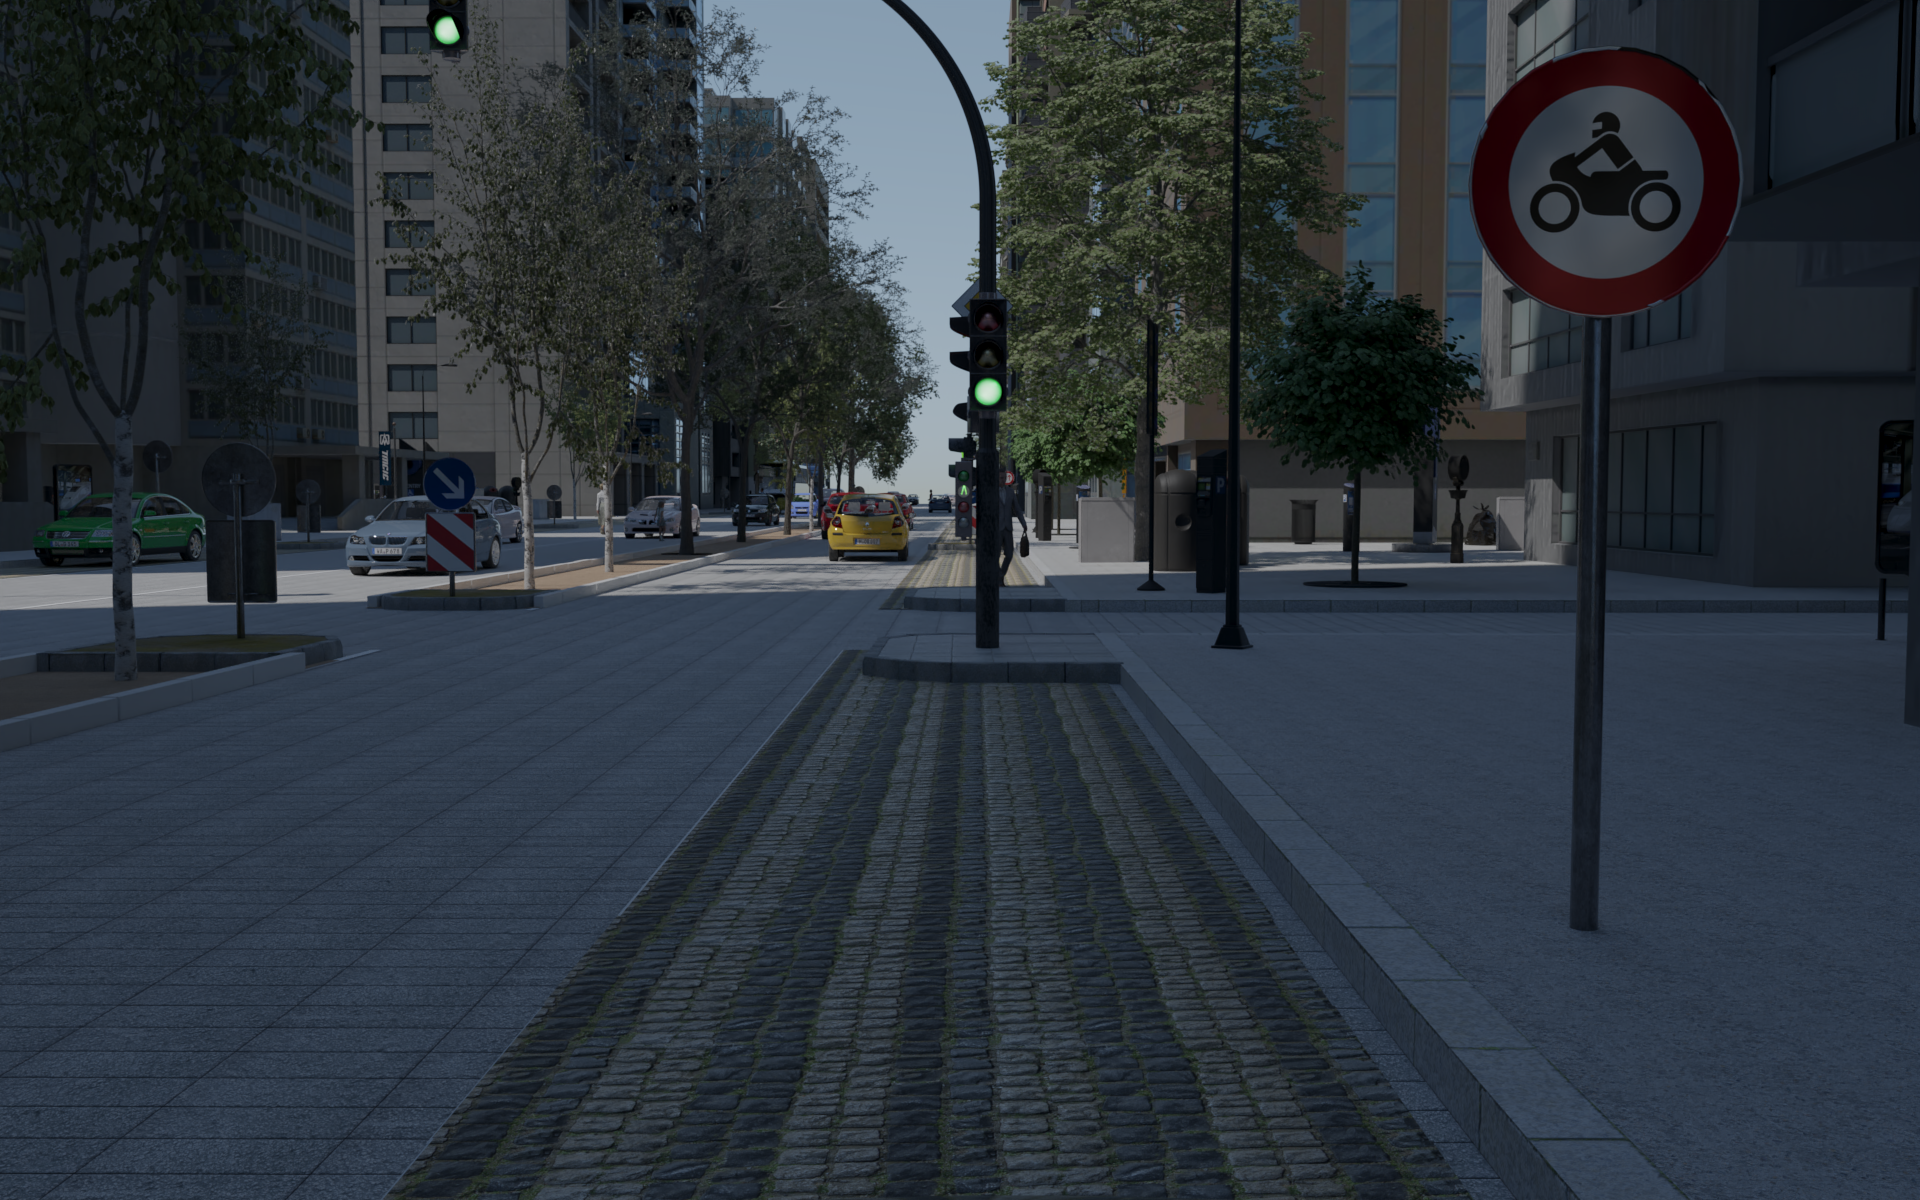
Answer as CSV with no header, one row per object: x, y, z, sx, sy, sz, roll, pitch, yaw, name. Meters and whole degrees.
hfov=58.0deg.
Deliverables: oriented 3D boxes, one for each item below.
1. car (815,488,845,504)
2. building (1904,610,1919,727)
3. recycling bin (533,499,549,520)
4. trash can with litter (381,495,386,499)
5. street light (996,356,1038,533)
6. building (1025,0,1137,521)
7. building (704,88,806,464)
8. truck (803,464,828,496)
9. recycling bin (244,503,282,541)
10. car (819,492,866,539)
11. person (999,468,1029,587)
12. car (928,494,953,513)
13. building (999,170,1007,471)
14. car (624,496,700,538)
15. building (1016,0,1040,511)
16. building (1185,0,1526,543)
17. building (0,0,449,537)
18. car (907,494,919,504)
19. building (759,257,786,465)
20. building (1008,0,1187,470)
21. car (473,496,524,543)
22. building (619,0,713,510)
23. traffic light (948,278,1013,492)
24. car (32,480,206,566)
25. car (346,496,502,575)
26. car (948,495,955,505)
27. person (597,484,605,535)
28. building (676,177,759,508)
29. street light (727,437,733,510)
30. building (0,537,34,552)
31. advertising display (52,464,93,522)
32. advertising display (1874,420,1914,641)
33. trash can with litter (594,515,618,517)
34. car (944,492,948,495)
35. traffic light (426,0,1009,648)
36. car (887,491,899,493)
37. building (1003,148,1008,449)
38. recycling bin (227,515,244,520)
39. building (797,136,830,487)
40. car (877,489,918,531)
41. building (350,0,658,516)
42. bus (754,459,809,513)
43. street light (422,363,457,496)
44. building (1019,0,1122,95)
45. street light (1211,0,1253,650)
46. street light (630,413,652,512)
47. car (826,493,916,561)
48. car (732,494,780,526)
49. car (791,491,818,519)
-8.322,-6.335,112.256,2.281,1.827,5.304,0,3,0,car
10.570,-19.684,5.432,14.154,41.232,14.086,0,4,0,building
-21.250,-4.588,87.567,0.722,1.027,0.722,3,4,36,recycling bin
-30.219,-4.914,91.395,1.678,1.210,2.233,0,4,-3,trash can with litter
2.020,-5.200,57.557,1.470,5.913,1.316,0,4,0,street light
14.723,-46.939,80.118,22.319,86.520,31.000,0,4,0,building
-30.609,-36.210,211.639,23.786,49.044,30.456,0,4,0,building
-12.869,-10.320,158.484,2.967,4.110,18.799,0,4,0,truck
-19.144,-2.148,47.674,0.722,1.027,0.722,-3,4,-36,recycling bin
-3.532,-2.893,56.338,2.155,1.783,4.494,0,4,-1,car
0.634,-1.043,25.682,0.709,1.813,0.853,-2,4,-26,person
-1.515,-7.412,133.194,2.014,1.417,4.499,0,4,1,car
16.429,-38.040,245.661,21.300,48.544,21.600,0,4,0,building
-9.850,-2.762,57.522,2.083,1.381,4.827,0,4,2,car
11.403,-27.667,135.945,14.154,41.232,14.086,0,4,0,building
12.789,-24.510,50.848,14.600,45.320,14.200,0,4,0,building
-37.565,-22.893,66.186,32.217,40.220,23.993,0,4,0,building
-6.876,-14.873,252.965,2.009,1.686,4.222,0,4,1,car
-26.692,-25.537,189.232,14.160,30.474,14.107,0,4,0,building
11.215,-30.601,150.443,14.600,45.320,14.200,0,4,0,building
-13.886,-2.275,49.565,2.083,1.381,4.827,0,4,2,car
-30.779,-50.164,132.851,22.319,86.520,31.000,0,4,0,building
0.271,-2.046,22.378,0.839,4.253,0.868,0,4,0,traffic light
-17.173,-1.635,35.536,1.959,1.807,4.718,0,4,0,car
-9.822,-1.227,32.069,2.014,1.417,4.499,0,4,2,car
-1.107,-11.196,195.411,2.083,1.381,4.827,0,4,-1,car
-12.534,-3.188,60.848,0.478,1.798,0.641,1,4,14,person
-26.552,-23.568,157.039,14.160,30.474,14.107,0,4,0,building
-17.909,-10.120,138.005,1.470,5.913,1.316,0,4,0,street light
-37.345,-20.940,34.250,32.217,40.220,23.993,0,4,0,building
-19.177,-1.973,37.474,0.123,1.923,0.974,1,4,18,advertising display
8.404,-0.590,14.861,0.974,1.923,0.123,3,5,42,advertising display
-19.946,-5.247,96.847,1.678,1.210,2.233,1,4,11,trash can with litter
-1.768,-14.851,252.407,1.945,1.707,3.694,0,4,2,car
-1.889,-2.422,14.269,4.771,5.953,1.251,0,4,0,traffic light
-8.537,-13.006,221.326,2.281,1.827,5.304,0,4,-1,car
16.335,-33.737,206.228,22.147,44.769,28.867,0,4,0,building
-22.647,-2.576,54.679,0.722,1.027,0.722,0,3,0,recycling bin
-29.433,-37.566,237.897,21.300,48.544,21.600,0,4,0,building
-2.792,-3.692,69.396,2.155,1.783,4.494,0,4,0,car
-30.092,-40.922,107.331,20.563,71.187,20.611,0,4,0,building
-12.729,-8.175,125.210,2.896,3.916,12.252,0,4,0,bus
-18.542,-5.450,61.656,1.470,5.913,1.316,0,4,0,street light
15.120,-28.115,114.299,22.147,44.769,28.867,0,4,0,building
1.731,-2.554,14.292,1.470,5.913,1.316,0,4,0,street light
-18.261,-7.735,99.010,1.470,5.913,1.316,0,4,0,street light
-1.986,-1.718,38.313,2.015,1.641,3.980,0,4,-1,car
-9.269,-4.214,78.688,2.009,1.686,4.222,0,4,2,car
-9.067,-5.596,101.084,1.945,1.707,3.694,0,3,0,car
